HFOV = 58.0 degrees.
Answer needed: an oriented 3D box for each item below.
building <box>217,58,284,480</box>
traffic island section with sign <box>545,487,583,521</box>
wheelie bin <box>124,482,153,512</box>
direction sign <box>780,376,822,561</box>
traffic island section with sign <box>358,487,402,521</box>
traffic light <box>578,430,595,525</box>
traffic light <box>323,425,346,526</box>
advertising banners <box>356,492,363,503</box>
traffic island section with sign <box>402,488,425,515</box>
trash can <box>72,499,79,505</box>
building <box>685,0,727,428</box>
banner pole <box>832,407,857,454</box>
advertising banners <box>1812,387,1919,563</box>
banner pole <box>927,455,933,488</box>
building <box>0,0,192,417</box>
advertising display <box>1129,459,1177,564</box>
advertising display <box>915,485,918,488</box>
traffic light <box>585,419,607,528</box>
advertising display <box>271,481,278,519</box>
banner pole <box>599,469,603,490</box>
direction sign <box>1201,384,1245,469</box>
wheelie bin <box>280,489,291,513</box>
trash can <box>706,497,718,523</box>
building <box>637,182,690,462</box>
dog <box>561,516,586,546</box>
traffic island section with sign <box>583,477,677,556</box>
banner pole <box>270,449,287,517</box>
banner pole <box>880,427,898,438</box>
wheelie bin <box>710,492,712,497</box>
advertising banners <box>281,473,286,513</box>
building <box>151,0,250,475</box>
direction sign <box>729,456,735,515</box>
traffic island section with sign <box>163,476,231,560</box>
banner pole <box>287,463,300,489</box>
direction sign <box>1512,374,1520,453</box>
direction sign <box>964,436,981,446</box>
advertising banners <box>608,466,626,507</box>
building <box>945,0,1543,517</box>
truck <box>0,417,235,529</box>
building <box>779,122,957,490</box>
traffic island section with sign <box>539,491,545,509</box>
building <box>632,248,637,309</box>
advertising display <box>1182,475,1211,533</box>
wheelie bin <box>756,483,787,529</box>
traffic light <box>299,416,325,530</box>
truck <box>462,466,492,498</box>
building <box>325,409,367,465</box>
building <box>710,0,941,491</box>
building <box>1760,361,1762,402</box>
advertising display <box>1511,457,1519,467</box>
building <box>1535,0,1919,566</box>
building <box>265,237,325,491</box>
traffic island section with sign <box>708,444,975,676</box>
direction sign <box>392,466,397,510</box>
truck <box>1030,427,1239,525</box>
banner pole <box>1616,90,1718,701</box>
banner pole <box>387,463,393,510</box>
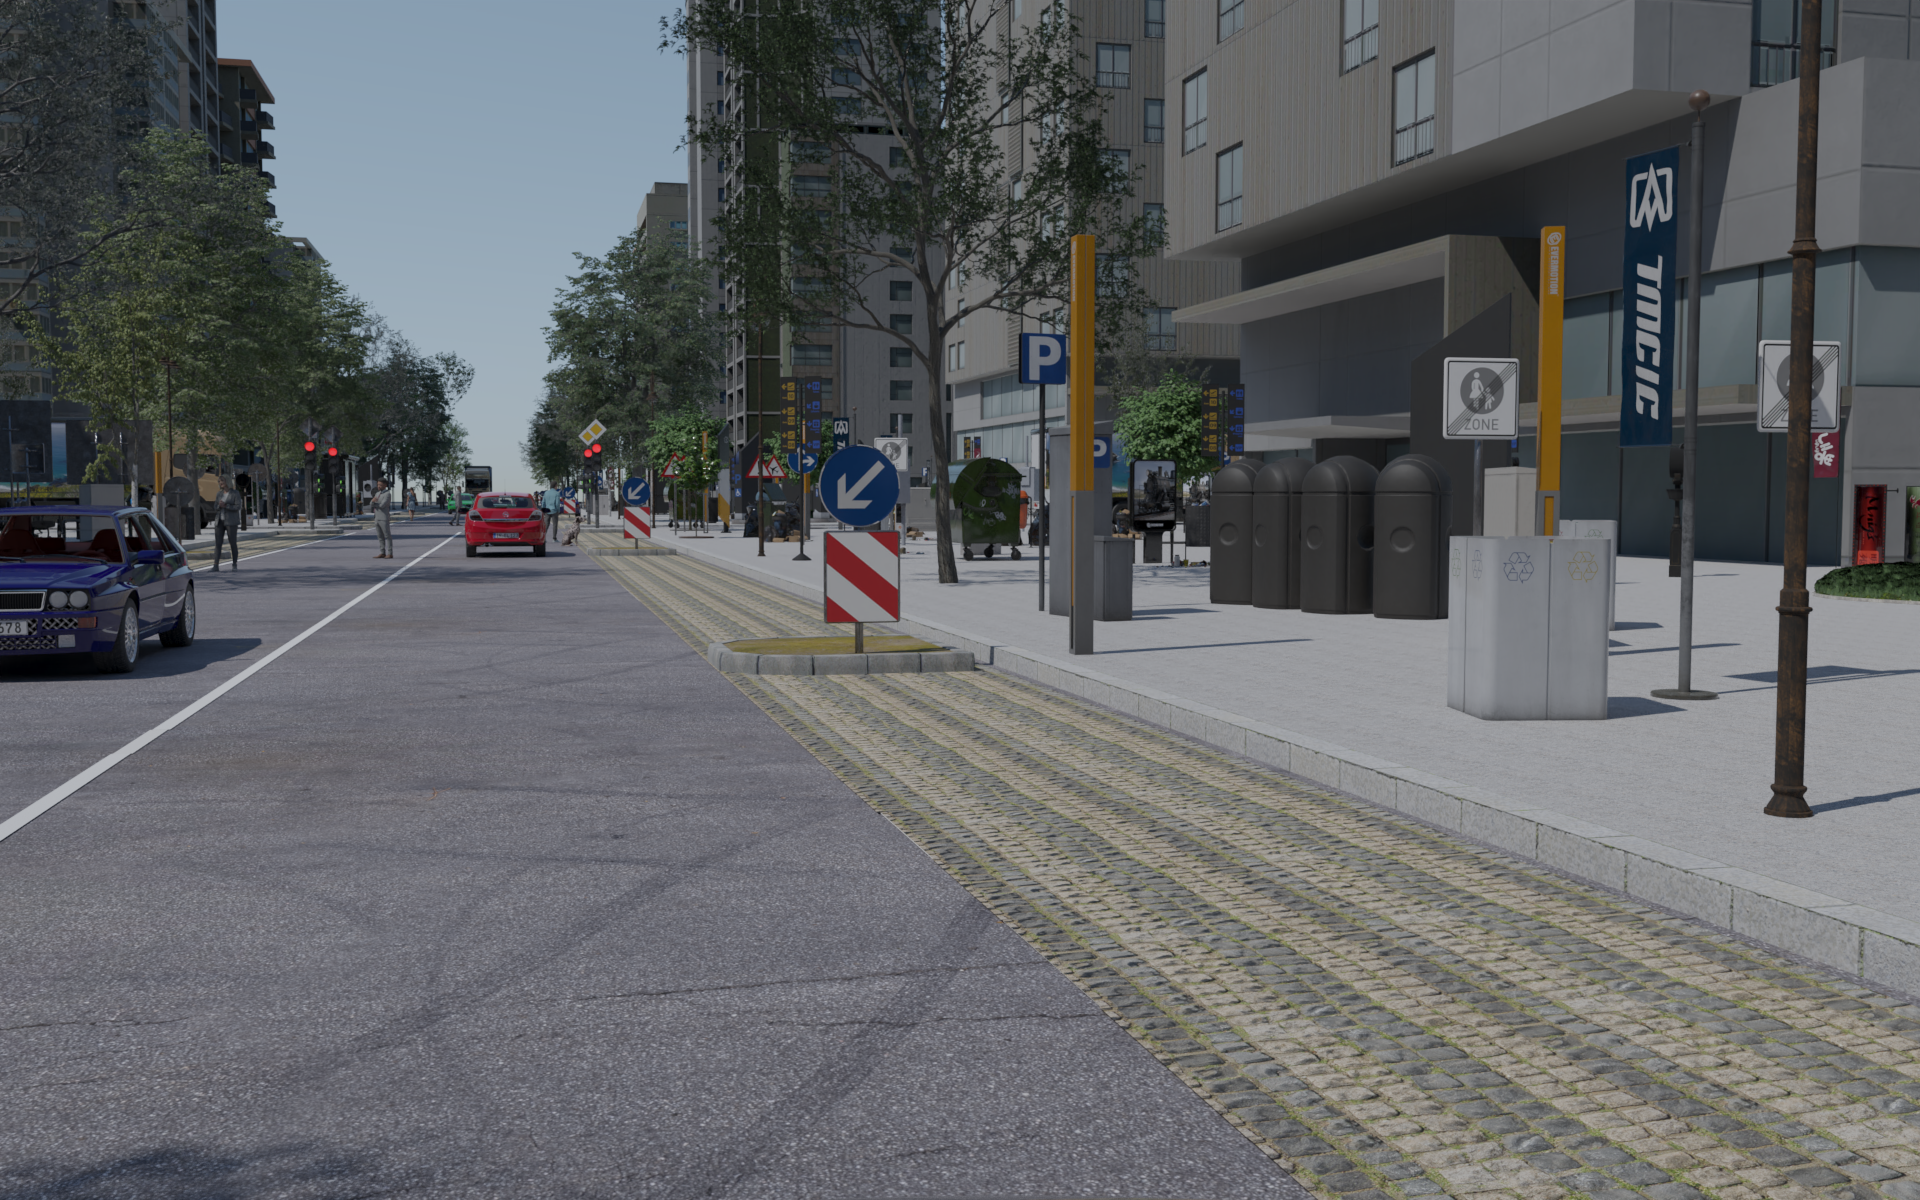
[{"bbox_3d":[-79.457,-31.499,169.633,22.147,44.769,28.867,-1,4,-14],"label":"building"},{"bbox_3d":[-21.190,-5.184,93.385,1.989,1.847,2.006,-1,4,-14],"label":"traffic island section with sign"},{"bbox_3d":[-21.700,-2.318,45.814,0.693,1.594,0.980,-2,4,-28],"label":"wheelie bin"},{"bbox_3d":[-3.057,-2.530,33.358,0.876,3.537,0.379,1,4,22],"label":"direction sign"},{"bbox_3d":[-30.961,-5.110,92.178,1.989,1.847,2.006,-1,4,-14],"label":"traffic island section with sign"},{"bbox_3d":[-15.561,-5.107,72.425,0.839,4.253,0.868,-1,4,-14],"label":"traffic light"},{"bbox_3d":[-25.259,-4.956,69.946,0.839,4.253,0.868,-1,4,-14],"label":"traffic light"},{"bbox_3d":[-40.370,-7.197,113.863,2.074,3.025,0.090,-1,4,-11],"label":"advertising banners"},{"bbox_3d":[-37.636,-6.713,118.388,1.989,1.847,2.006,-1,4,-14],"label":"traffic island section with sign"},{"bbox_3d":[-23.569,-2.152,46.832,0.748,1.137,0.748,0,3,0],"label":"trash can"},{"bbox_3d":[-20.244,-40.053,196.871,21.231,58.520,28.212,-1,4,-14],"label":"building"},{"bbox_3d":[-3.240,-3.647,49.653,0.863,3.779,0.401,0,4,2],"label":"banner pole"},{"bbox_3d":[14.693,-1.938,27.874,2.074,3.025,0.090,3,5,45],"label":"advertising banners"},{"bbox_3d":[-1.947,-7.428,111.469,0.401,3.779,0.863,2,4,30],"label":"banner pole"},{"bbox_3d":[-69.315,-26.334,122.443,32.217,40.220,23.993,-1,4,-14],"label":"building"},{"bbox_3d":[3.568,-1.639,32.005,0.974,1.923,0.123,-2,4,-28],"label":"advertising display"},{"bbox_3d":[-3.030,-7.045,120.403,0.123,1.923,0.974,0,4,6],"label":"advertising display"},{"bbox_3d":[-13.588,-4.634,64.687,0.839,4.253,0.868,-1,4,-14],"label":"traffic light"},{"bbox_3d":[-38.023,-5.561,96.136,0.123,1.923,0.974,-2,4,-33],"label":"advertising display"},{"bbox_3d":[-25.361,-8.060,121.802,0.863,3.779,0.401,3,4,37],"label":"banner pole"},{"bbox_3d":[5.402,-2.669,35.632,0.876,3.537,0.379,0,4,-1],"label":"direction sign"},{"bbox_3d":[-44.610,-6.536,114.777,0.980,1.594,0.693,-1,4,-15],"label":"wheelie bin"},{"bbox_3d":[-10.914,-3.935,75.998,0.748,1.137,0.748,0,3,0],"label":"trash can"},{"bbox_3d":[-37.896,-39.284,265.990,21.300,48.544,21.600,-1,4,-14],"label":"building"},{"bbox_3d":[-10.782,-1.892,47.772,0.800,0.831,0.513,2,4,32],"label":"dog"},{"bbox_3d":[-7.773,-1.967,40.782,1.989,1.847,2.006,-1,4,-14],"label":"traffic island section with sign"},{"bbox_3d":[-37.482,-6.410,94.827,0.401,3.779,0.863,1,4,16],"label":"banner pole"},{"bbox_3d":[-2.569,-4.551,64.420,0.863,3.779,0.401,0,4,7],"label":"banner pole"},{"bbox_3d":[-17.049,-6.630,116.303,0.693,1.594,0.980,-2,4,-35],"label":"wheelie bin"},{"bbox_3d":[-44.226,-7.155,113.172,0.090,3.025,2.074,-1,4,-14],"label":"advertising banners"},{"bbox_3d":[-71.458,-43.230,145.058,20.563,71.187,20.611,-1,4,-14],"label":"building"},{"bbox_3d":[-13.711,-6.832,103.704,0.379,3.537,0.876,-3,4,-37],"label":"direction sign"},{"bbox_3d":[-17.139,-1.795,37.973,1.989,1.847,2.006,-1,4,-14],"label":"traffic island section with sign"},{"bbox_3d":[-43.671,-7.567,113.739,0.863,3.779,0.401,1,4,21],"label":"banner pole"},{"bbox_3d":[10.362,-2.511,33.053,0.379,3.537,0.876,-1,4,-19],"label":"direction sign"},{"bbox_3d":[0.485,-4.661,68.209,0.876,3.537,0.379,3,5,42],"label":"direction sign"},{"bbox_3d":[-21.096,-6.862,108.377,2.074,3.025,0.090,0,4,4],"label":"advertising banners"},{"bbox_3d":[14.862,-31.563,105.295,27.495,52.752,28.713,-1,4,-14],"label":"building"},{"bbox_3d":[-32.326,-4.611,64.299,11.283,4.237,2.839,-1,4,-15],"label":"truck"},{"bbox_3d":[-7.569,-22.449,138.743,14.160,30.474,14.107,-1,4,-14],"label":"building"},{"bbox_3d":[-28.081,-6.839,120.445,1.989,1.847,2.006,-1,4,-14],"label":"traffic island section with sign"},{"bbox_3d":[-43.468,-38.968,291.747,22.147,44.769,28.867,-1,4,-14],"label":"building"},{"bbox_3d":[7.737,-3.152,56.742,0.974,1.923,0.123,2,4,32],"label":"advertising display"},{"bbox_3d":[-5.443,-2.554,49.674,0.693,1.594,0.980,3,4,38],"label":"wheelie bin"},{"bbox_3d":[-23.286,-4.482,62.207,0.839,4.253,0.868,-1,4,-14],"label":"traffic light"},{"bbox_3d":[-48.231,-11.290,173.498,2.839,4.237,11.283,-1,4,-14],"label":"truck"},{"bbox_3d":[-107.467,-25.883,268.233,27.650,21.520,28.899,-1,4,-14],"label":"building"},{"bbox_3d":[-14.224,-44.893,172.258,20.563,71.187,20.611,-1,4,-14],"label":"building"},{"bbox_3d":[43.952,-25.962,108.066,14.086,41.232,14.154,-1,4,-14],"label":"building"},{"bbox_3d":[9.636,-1.552,30.588,0.123,1.923,0.974,0,4,-1],"label":"advertising display"},{"bbox_3d":[22.573,-27.820,44.104,28.713,52.752,27.495,-1,4,-14],"label":"building"},{"bbox_3d":[-102.392,-33.598,241.207,32.217,40.220,23.993,-1,4,-14],"label":"building"},{"bbox_3d":[-1.087,-0.364,14.572,1.989,1.847,2.006,-1,4,-14],"label":"traffic island section with sign"},{"bbox_3d":[-46.318,-9.153,141.652,0.379,3.537,0.876,0,4,-4],"label":"direction sign"},{"bbox_3d":[8.786,-5.272,75.103,11.283,4.237,2.839,-1,4,-13],"label":"truck"},{"bbox_3d":[4.498,-1.287,11.053,0.401,3.779,0.863,-1,4,-21],"label":"banner pole"},{"bbox_3d":[-45.944,-9.157,139.730,0.401,3.779,0.863,1,4,19],"label":"banner pole"}]
